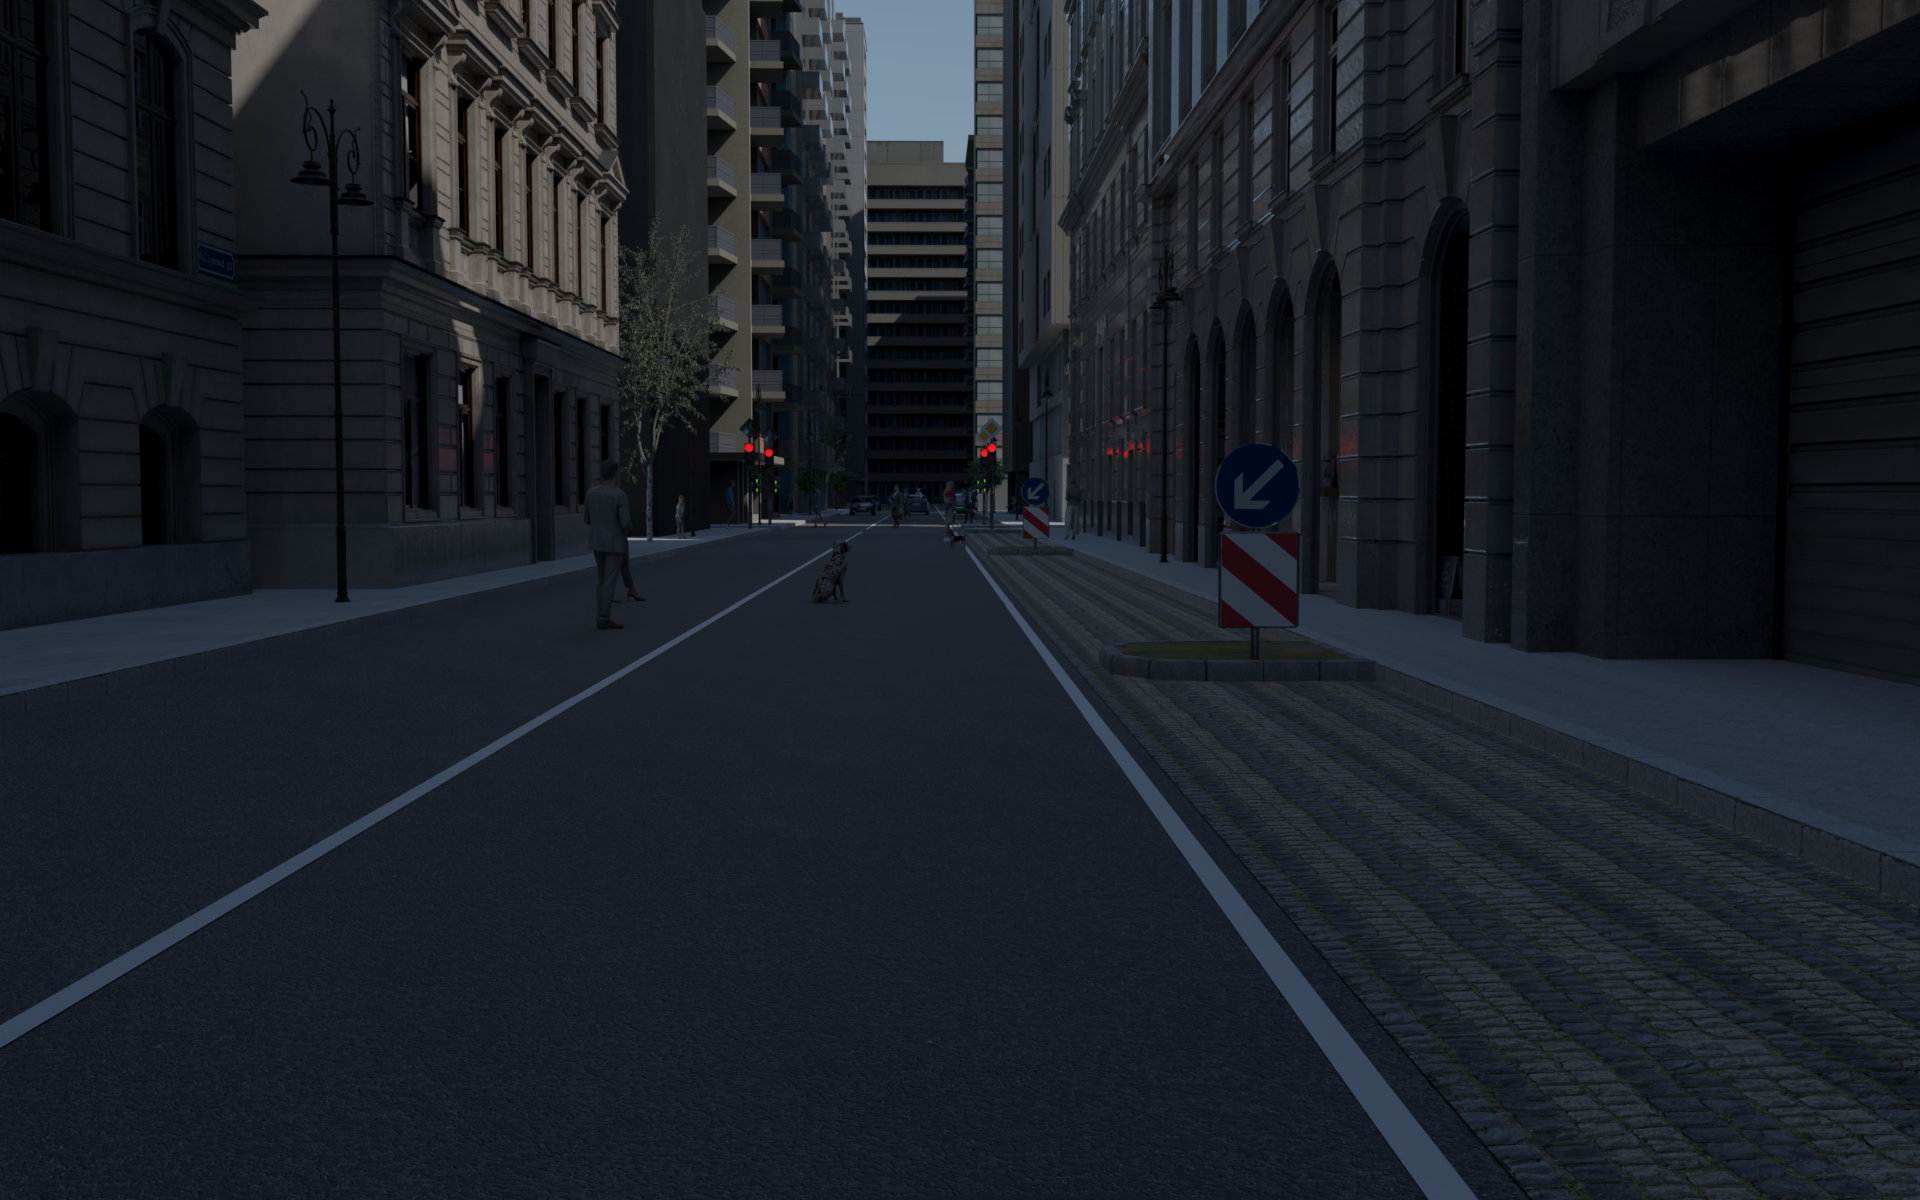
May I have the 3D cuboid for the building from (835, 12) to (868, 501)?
[{"bbox_3d":[-25.495,-40.943,211.416,28.212,58.520,21.231,0,4,-1],"label":"building"}]

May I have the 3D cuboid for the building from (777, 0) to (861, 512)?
[{"bbox_3d":[-21.540,-33.124,161.182,23.786,49.044,30.456,0,4,-1],"label":"building"}]

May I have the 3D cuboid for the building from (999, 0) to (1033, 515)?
[{"bbox_3d":[9.993,-28.329,113.295,14.600,45.320,14.200,0,4,-1],"label":"building"}]

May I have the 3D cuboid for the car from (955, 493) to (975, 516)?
[{"bbox_3d":[0.038,-6.292,111.663,1.959,1.807,4.718,0,4,-1],"label":"car"}]

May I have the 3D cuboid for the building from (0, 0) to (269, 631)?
[{"bbox_3d":[-13.900,-11.339,4.473,14.460,24.649,34.723,0,4,-1],"label":"building"}]

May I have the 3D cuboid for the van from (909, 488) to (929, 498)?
[{"bbox_3d":[-4.291,-10.510,176.224,2.240,2.365,5.245,0,4,-1],"label":"van"}]

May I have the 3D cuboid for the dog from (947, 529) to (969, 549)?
[{"bbox_3d":[-0.060,-1.600,45.453,0.406,0.507,0.540,2,4,27],"label":"dog"}]

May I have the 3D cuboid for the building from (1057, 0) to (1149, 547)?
[{"bbox_3d":[9.823,-15.518,50.991,12.463,27.353,25.104,0,4,-1],"label":"building"}]

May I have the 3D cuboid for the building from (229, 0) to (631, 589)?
[{"bbox_3d":[-12.521,-10.224,31.789,10.561,19.102,19.286,0,4,-1],"label":"building"}]

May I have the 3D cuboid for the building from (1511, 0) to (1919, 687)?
[{"bbox_3d":[10.776,-11.365,3.842,12.078,24.808,19.932,0,4,-1],"label":"building"}]

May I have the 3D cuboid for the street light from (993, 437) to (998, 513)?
[{"bbox_3d":[2.290,-8.747,115.795,0.468,5.910,1.993,0,4,-1],"label":"street light"}]

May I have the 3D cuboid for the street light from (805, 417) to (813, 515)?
[{"bbox_3d":[-8.983,-8.001,103.596,0.468,5.910,1.993,0,4,-1],"label":"street light"}]

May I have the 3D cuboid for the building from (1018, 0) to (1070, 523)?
[{"bbox_3d":[16.630,-30.473,87.470,27.495,52.752,28.713,0,4,-1],"label":"building"}]

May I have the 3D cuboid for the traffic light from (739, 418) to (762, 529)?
[{"bbox_3d":[-7.710,-4.577,63.758,0.839,4.253,0.868,0,4,-1],"label":"traffic light"}]

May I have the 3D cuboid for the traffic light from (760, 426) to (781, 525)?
[{"bbox_3d":[-7.866,-5.066,71.742,0.839,4.253,0.868,0,4,-1],"label":"traffic light"}]

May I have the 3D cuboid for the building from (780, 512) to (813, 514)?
[{"bbox_3d":[-20.479,-30.717,121.836,23.786,49.044,30.456,0,4,-1],"label":"building"}]

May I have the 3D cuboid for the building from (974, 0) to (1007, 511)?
[{"bbox_3d":[8.092,-27.900,139.764,14.154,41.232,14.086,0,4,-1],"label":"building"}]

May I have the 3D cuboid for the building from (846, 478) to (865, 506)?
[{"bbox_3d":[-26.709,-30.411,189.104,32.217,40.220,23.993,0,4,-1],"label":"building"}]

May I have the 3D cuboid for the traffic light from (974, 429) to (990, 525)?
[{"bbox_3d":[0.993,-5.077,71.930,0.839,4.253,0.868,0,4,-1],"label":"traffic light"}]

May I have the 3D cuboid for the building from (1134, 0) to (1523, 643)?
[{"bbox_3d":[10.158,-11.258,25.876,13.314,21.916,24.055,0,4,-1],"label":"building"}]

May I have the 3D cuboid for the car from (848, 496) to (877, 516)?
[{"bbox_3d":[-6.550,-6.386,116.986,1.945,1.354,3.894,0,4,-1],"label":"car"}]

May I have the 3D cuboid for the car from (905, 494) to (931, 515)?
[{"bbox_3d":[-3.000,-6.574,119.492,2.014,1.417,4.499,0,4,-2],"label":"car"}]

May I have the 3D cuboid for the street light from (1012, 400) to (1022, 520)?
[{"bbox_3d":[2.803,-6.853,84.834,0.468,5.910,1.993,0,4,-1],"label":"street light"}]

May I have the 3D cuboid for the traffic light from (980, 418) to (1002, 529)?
[{"bbox_3d":[1.149,-4.589,63.946,0.839,4.253,0.868,0,4,-1],"label":"traffic light"}]

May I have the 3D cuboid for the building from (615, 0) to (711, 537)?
[{"bbox_3d":[-17.006,-13.904,57.006,15.834,23.373,12.332,0,4,-1],"label":"building"}]

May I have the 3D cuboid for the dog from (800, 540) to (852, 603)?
[{"bbox_3d":[-1.830,-0.373,22.928,0.800,0.831,0.513,0,4,-4],"label":"dog"}]

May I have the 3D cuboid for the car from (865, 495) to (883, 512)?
[{"bbox_3d":[-7.338,-7.971,142.902,1.945,1.354,3.894,0,4,-2],"label":"car"}]

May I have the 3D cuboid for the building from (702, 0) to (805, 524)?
[{"bbox_3d":[-19.258,-26.285,84.392,22.147,44.769,28.867,0,4,-1],"label":"building"}]

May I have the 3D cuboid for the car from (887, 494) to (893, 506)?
[{"bbox_3d":[-8.055,-12.563,214.994,1.945,1.707,3.694,0,4,-2],"label":"car"}]

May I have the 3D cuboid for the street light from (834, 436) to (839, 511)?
[{"bbox_3d":[-9.605,-9.894,134.554,0.468,5.910,1.993,0,4,-1],"label":"street light"}]

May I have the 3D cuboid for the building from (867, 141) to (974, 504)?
[{"bbox_3d":[-4.339,-37.722,240.453,21.600,48.544,21.300,0,4,-1],"label":"building"}]

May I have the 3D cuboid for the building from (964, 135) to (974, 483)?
[{"bbox_3d":[11.629,-33.877,208.518,22.147,44.769,28.867,0,4,-1],"label":"building"}]
